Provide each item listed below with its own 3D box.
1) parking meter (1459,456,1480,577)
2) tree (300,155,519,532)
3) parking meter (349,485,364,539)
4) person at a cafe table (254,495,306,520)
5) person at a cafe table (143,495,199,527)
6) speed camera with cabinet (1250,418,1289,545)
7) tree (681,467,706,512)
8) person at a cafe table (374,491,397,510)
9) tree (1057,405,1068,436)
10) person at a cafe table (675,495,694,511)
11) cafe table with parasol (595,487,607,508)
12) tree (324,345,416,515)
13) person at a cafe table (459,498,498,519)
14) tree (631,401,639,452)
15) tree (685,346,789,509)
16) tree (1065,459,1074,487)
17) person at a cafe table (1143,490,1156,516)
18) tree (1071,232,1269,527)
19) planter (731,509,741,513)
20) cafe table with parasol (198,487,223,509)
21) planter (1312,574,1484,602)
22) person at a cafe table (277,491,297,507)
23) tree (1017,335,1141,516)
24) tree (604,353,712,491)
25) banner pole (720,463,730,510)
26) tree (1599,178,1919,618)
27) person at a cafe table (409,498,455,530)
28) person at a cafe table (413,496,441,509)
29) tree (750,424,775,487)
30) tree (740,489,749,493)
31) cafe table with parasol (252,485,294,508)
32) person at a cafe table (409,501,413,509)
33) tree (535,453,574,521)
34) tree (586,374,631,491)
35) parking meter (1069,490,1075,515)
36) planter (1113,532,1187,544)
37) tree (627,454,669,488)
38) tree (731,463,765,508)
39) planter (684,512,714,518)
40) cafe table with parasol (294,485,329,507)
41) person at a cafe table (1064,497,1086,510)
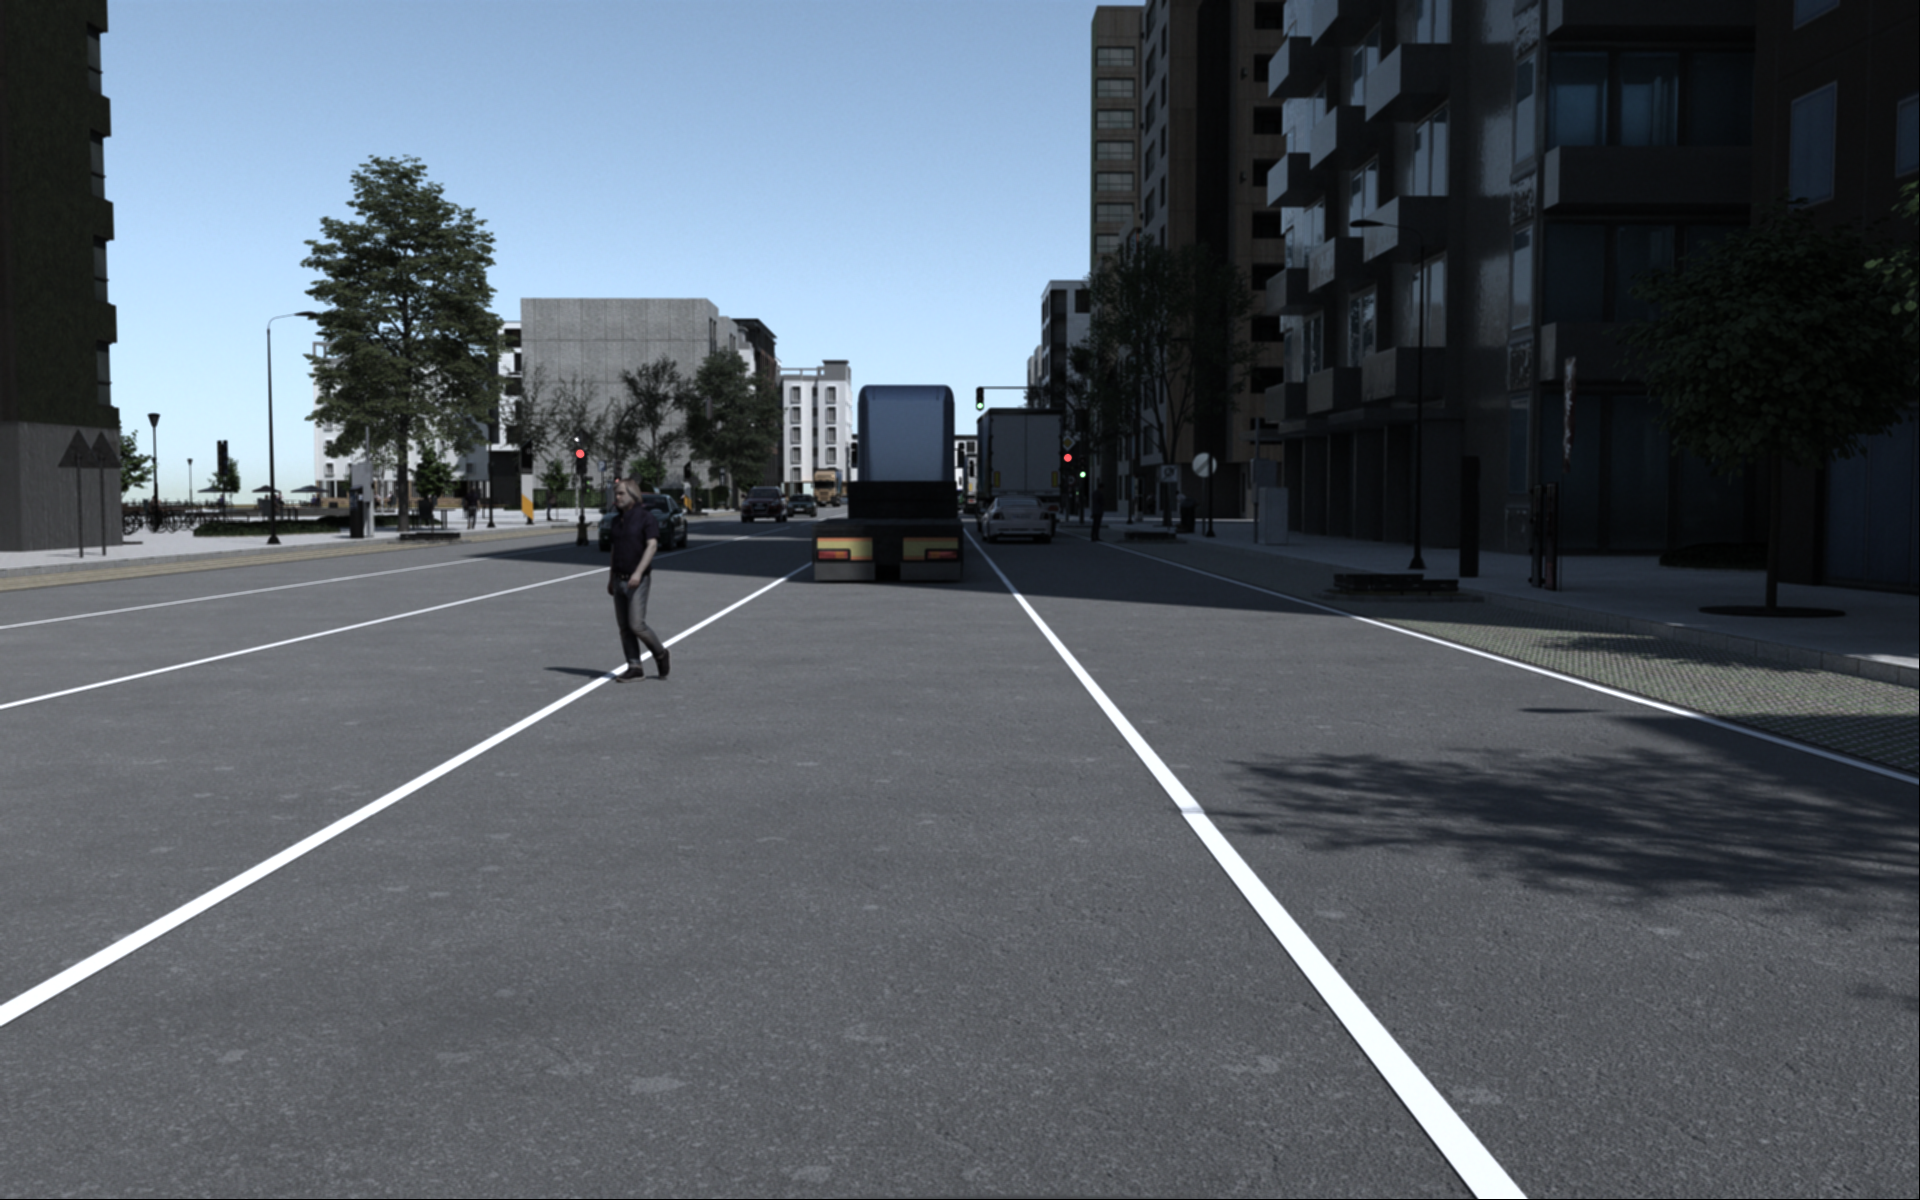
[{"bbox_3d":[7.887,-1.289,26.786,0.255,1.863,0.399,1,4,22],"label":"parking meter"},{"bbox_3d":[-18.597,-8.594,58.641,7.486,12.596,7.792,0,3,0],"label":"tree"},{"bbox_3d":[-17.412,-2.542,49.969,0.372,1.533,0.369,0,3,0],"label":"parking meter"},{"bbox_3d":[-27.442,-3.587,69.516,1.698,1.238,1.726,0,4,2],"label":"person at a cafe table"},{"bbox_3d":[-30.889,-3.465,67.515,1.726,1.238,1.698,0,4,-1],"label":"person at a cafe table"},{"bbox_3d":[7.892,-3.046,44.139,0.660,3.252,2.038,0,4,-1],"label":"speed camera with cabinet"},{"bbox_3d":[-19.225,-7.930,124.264,1.663,3.219,1.824,0,3,0],"label":"tree"},{"bbox_3d":[-48.438,-8.462,146.875,1.622,1.524,1.698,2,4,34],"label":"person at a cafe table"},{"bbox_3d":[7.142,-11.783,143.015,4.360,8.622,3.978,0,3,0],"label":"tree"},{"bbox_3d":[-20.710,-7.437,130.104,1.698,1.524,1.622,-2,4,-33],"label":"person at a cafe table"},{"bbox_3d":[-29.136,-8.489,143.655,2.610,1.966,2.610,2,4,32],"label":"cafe table with parasol"},{"bbox_3d":[-28.695,-8.246,85.189,4.360,8.622,3.978,0,3,0],"label":"tree"},{"bbox_3d":[-25.297,-4.857,90.273,1.726,1.238,1.698,3,5,42],"label":"person at a cafe table"},{"bbox_3d":[-24.719,-10.675,124.902,4.360,8.622,3.978,0,3,0],"label":"tree"},{"bbox_3d":[-19.218,-14.756,147.921,9.857,13.997,8.962,0,3,0],"label":"tree"},{"bbox_3d":[6.619,-8.665,125.385,4.285,4.588,4.351,0,3,0],"label":"tree"},{"bbox_3d":[11.420,-5.805,103.419,1.698,1.524,1.622,1,4,16],"label":"person at a cafe table"},{"bbox_3d":[8.216,-8.698,67.966,9.928,11.665,9.643,0,3,0],"label":"tree"},{"bbox_3d":[-16.549,-6.855,133.224,1.991,0.319,1.994,0,4,-1],"label":"planter"},{"bbox_3d":[-62.952,-8.653,146.336,2.610,1.966,2.610,-1,4,-10],"label":"cafe table with parasol"},{"bbox_3d":[5.902,-0.161,23.765,1.991,0.319,1.994,0,4,-1],"label":"planter"},{"bbox_3d":[-59.008,-8.705,150.844,1.622,1.524,1.698,2,4,31],"label":"person at a cafe table"},{"bbox_3d":[6.895,-10.289,102.639,8.767,10.594,7.601,0,4,3],"label":"tree"},{"bbox_3d":[-19.511,-10.934,113.190,8.767,10.594,7.601,2,4,34],"label":"tree"},{"bbox_3d":[-19.156,-9.228,140.891,0.863,3.779,0.401,0,4,7],"label":"banner pole"},{"bbox_3d":[8.665,-2.132,18.565,4.285,4.588,4.351,0,3,0],"label":"tree"},{"bbox_3d":[-19.437,-3.205,63.257,1.698,1.238,1.726,0,4,-8],"label":"person at a cafe table"},{"bbox_3d":[-41.715,-7.821,136.380,1.698,1.524,1.622,-3,5,-44],"label":"person at a cafe table"},{"bbox_3d":[-19.929,-13.392,169.316,4.360,8.622,3.978,0,3,0],"label":"tree"},{"bbox_3d":[-20.280,-10.447,165.402,1.663,3.219,1.824,0,3,0],"label":"tree"},{"bbox_3d":[-54.024,-7.955,134.927,2.610,1.966,2.610,3,5,39],"label":"cafe table with parasol"},{"bbox_3d":[-43.241,-7.978,138.959,1.698,1.524,1.622,1,4,21],"label":"person at a cafe table"},{"bbox_3d":[-19.043,-5.353,82.130,1.663,3.219,1.824,0,3,0],"label":"tree"},{"bbox_3d":[-22.807,-9.390,103.884,4.360,8.622,3.978,0,3,0],"label":"tree"},{"bbox_3d":[6.869,-5.976,106.118,0.372,1.533,0.369,0,3,0],"label":"parking meter"},{"bbox_3d":[5.520,-1.808,50.706,1.991,0.319,1.994,0,4,-1],"label":"planter"},{"bbox_3d":[-24.168,-9.181,133.820,4.285,4.588,4.351,0,3,0],"label":"tree"},{"bbox_3d":[-19.888,-10.895,161.847,4.285,4.588,4.351,0,3,0],"label":"tree"},{"bbox_3d":[-16.153,-5.195,106.082,1.991,0.319,1.994,0,4,-1],"label":"planter"},{"bbox_3d":[-56.276,-8.836,149.337,2.610,1.966,2.610,-1,4,-10],"label":"cafe table with parasol"},{"bbox_3d":[9.145,-7.672,136.300,1.726,1.238,1.698,-2,4,-35],"label":"person at a cafe table"}]
